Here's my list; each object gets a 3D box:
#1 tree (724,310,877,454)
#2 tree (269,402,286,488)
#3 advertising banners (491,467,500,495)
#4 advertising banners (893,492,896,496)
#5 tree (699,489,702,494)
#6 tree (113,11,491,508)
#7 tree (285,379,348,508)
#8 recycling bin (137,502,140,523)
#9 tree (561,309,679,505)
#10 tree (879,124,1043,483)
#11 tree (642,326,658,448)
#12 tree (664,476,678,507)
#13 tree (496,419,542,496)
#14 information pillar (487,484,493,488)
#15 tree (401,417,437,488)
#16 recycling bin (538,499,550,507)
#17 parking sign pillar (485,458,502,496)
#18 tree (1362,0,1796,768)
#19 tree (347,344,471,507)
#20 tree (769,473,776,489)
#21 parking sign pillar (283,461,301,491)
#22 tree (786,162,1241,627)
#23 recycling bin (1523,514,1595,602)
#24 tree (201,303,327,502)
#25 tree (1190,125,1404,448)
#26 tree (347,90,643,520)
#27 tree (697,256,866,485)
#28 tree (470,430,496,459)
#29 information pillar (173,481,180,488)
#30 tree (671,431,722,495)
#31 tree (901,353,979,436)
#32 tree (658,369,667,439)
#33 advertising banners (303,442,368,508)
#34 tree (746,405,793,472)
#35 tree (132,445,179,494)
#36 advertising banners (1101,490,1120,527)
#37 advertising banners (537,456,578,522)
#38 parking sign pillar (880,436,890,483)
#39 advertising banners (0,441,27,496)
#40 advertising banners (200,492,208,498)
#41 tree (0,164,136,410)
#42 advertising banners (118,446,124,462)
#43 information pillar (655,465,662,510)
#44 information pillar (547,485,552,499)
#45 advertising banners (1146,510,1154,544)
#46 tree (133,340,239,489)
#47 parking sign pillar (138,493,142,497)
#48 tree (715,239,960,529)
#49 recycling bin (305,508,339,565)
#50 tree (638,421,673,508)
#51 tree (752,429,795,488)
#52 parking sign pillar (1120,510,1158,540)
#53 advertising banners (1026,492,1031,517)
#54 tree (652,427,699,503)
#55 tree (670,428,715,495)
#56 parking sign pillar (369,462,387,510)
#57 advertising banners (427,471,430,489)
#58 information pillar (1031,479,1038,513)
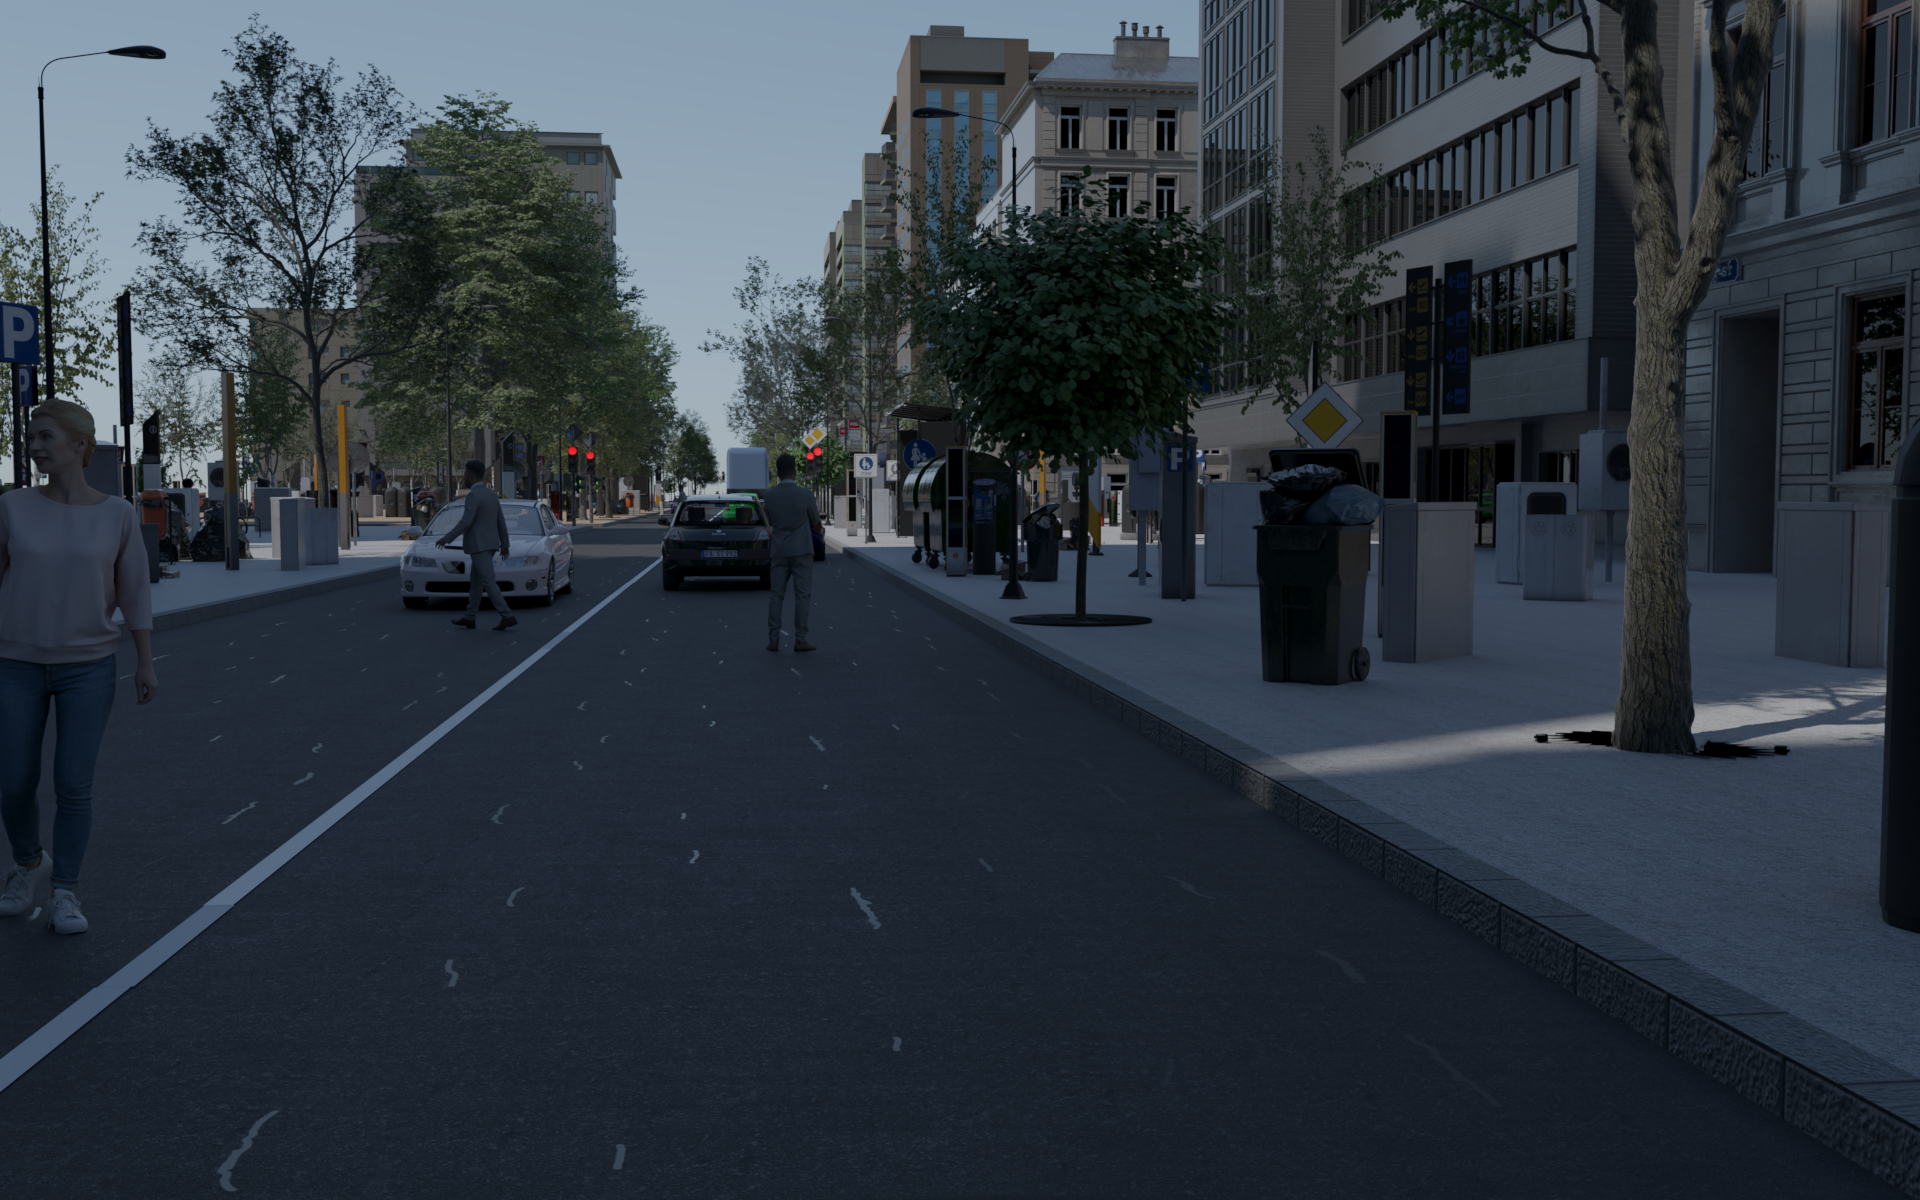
[{"bbox_3d":[-10.527,-12.555,115.638,12.009,13.543,11.850,0,3,0],"label":"tree"},{"bbox_3d":[-46.224,-10.353,119.641,4.360,8.622,3.978,0,3,0],"label":"tree"},{"bbox_3d":[-29.847,-7.045,111.370,0.090,3.025,2.074,-2,4,-28],"label":"advertising banners"},{"bbox_3d":[-3.766,-6.905,109.080,0.090,3.025,2.074,1,4,20],"label":"advertising banners"},{"bbox_3d":[-44.808,-21.337,299.225,4.737,8.622,4.395,0,3,0],"label":"tree"},{"bbox_3d":[-13.040,-6.120,34.468,7.601,10.594,8.767,-1,4,-20],"label":"tree"},{"bbox_3d":[-39.673,-9.724,109.357,4.360,8.622,3.978,0,3,0],"label":"tree"},{"bbox_3d":[-26.954,-2.665,56.134,0.722,1.027,0.722,3,4,36],"label":"recycling bin"},{"bbox_3d":[-22.336,-12.546,111.782,9.857,13.997,8.962,0,3,0],"label":"tree"},{"bbox_3d":[0.184,-5.166,34.822,4.737,8.622,4.395,0,3,0],"label":"tree"},{"bbox_3d":[-18.797,-10.154,84.147,7.486,12.596,7.792,0,3,0],"label":"tree"},{"bbox_3d":[-28.055,-10.520,166.603,1.663,3.219,1.824,0,3,0],"label":"tree"},{"bbox_3d":[-36.990,-11.937,145.531,4.360,8.622,3.978,0,3,0],"label":"tree"},{"bbox_3d":[-33.254,-7.225,122.624,0.304,2.012,0.304,1,4,22],"label":"information pillar"},{"bbox_3d":[-44.599,-11.840,143.947,4.737,8.622,4.395,0,3,0],"label":"tree"},{"bbox_3d":[-21.711,-4.810,91.204,0.722,1.027,0.722,2,4,35],"label":"recycling bin"},{"bbox_3d":[-35.622,-8.911,134.161,1.447,3.967,1.447,3,4,36],"label":"parking sign pillar"},{"bbox_3d":[3.671,-5.058,8.449,9.928,11.665,9.643,0,3,0],"label":"tree"},{"bbox_3d":[-25.908,-8.028,81.613,4.360,8.622,3.978,0,3,0],"label":"tree"},{"bbox_3d":[-6.707,-6.008,81.945,4.285,4.588,4.351,0,3,0],"label":"tree"},{"bbox_3d":[-52.704,-9.067,136.725,1.447,3.967,1.447,-1,4,-14],"label":"parking sign pillar"},{"bbox_3d":[1.152,-2.051,17.243,4.285,4.588,4.351,0,3,0],"label":"tree"},{"bbox_3d":[7.289,-0.521,21.073,0.722,1.027,0.722,2,4,28],"label":"recycling bin"},{"bbox_3d":[-25.798,-6.999,64.791,4.737,8.622,4.395,0,3,0],"label":"tree"},{"bbox_3d":[6.684,-5.108,33.876,4.737,8.622,4.395,0,3,0],"label":"tree"},{"bbox_3d":[-13.318,-8.024,49.320,7.486,12.596,7.792,0,3,0],"label":"tree"},{"bbox_3d":[-14.082,-17.284,138.481,12.611,20.169,13.585,0,3,0],"label":"tree"},{"bbox_3d":[-34.583,-10.338,119.393,4.360,8.622,3.978,0,3,0],"label":"tree"},{"bbox_3d":[-42.741,-5.507,94.525,0.304,2.012,0.304,0,4,-2],"label":"information pillar"},{"bbox_3d":[-44.297,-22.821,290.122,9.611,12.733,9.660,0,3,0],"label":"tree"},{"bbox_3d":[-1.042,-8.741,93.271,4.360,8.622,3.978,0,3,0],"label":"tree"},{"bbox_3d":[-20.583,-11.174,100.818,7.486,12.596,7.792,0,3,0],"label":"tree"},{"bbox_3d":[-20.928,-3.787,58.112,2.074,3.025,0.090,-2,4,-25],"label":"advertising banners"},{"bbox_3d":[-23.483,-18.389,218.793,7.486,12.596,7.792,0,3,0],"label":"tree"},{"bbox_3d":[-27.618,-3.919,58.685,1.663,3.219,1.824,0,3,0],"label":"tree"},{"bbox_3d":[5.548,-4.420,68.452,0.090,3.025,2.074,-3,5,-40],"label":"advertising banners"},{"bbox_3d":[-18.511,-5.084,79.316,2.074,3.025,0.090,-3,4,-37],"label":"advertising banners"},{"bbox_3d":[-3.417,-5.557,79.332,1.447,3.967,1.447,0,4,-1],"label":"parking sign pillar"},{"bbox_3d":[-32.768,-3.891,59.801,0.090,3.025,2.074,0,4,-6],"label":"advertising banners"},{"bbox_3d":[-56.842,-8.275,131.488,2.074,3.025,0.090,1,4,14],"label":"advertising banners"},{"bbox_3d":[-20.946,-5.433,39.200,4.737,8.622,4.395,0,3,0],"label":"tree"},{"bbox_3d":[-31.200,-4.087,63.016,2.074,3.025,0.090,1,4,18],"label":"advertising banners"},{"bbox_3d":[-23.945,-8.946,137.615,0.504,3.616,0.183,-1,4,-14],"label":"information pillar"},{"bbox_3d":[-31.547,-7.866,133.093,0.304,2.012,0.304,-2,4,-35],"label":"information pillar"},{"bbox_3d":[4.909,-3.015,45.476,0.090,3.025,2.074,0,4,-1],"label":"advertising banners"},{"bbox_3d":[-37.417,-8.164,83.848,4.360,8.622,3.978,0,3,0],"label":"tree"},{"bbox_3d":[-62.806,-8.812,132.540,1.447,3.967,1.447,1,4,17],"label":"parking sign pillar"},{"bbox_3d":[-3.125,-7.893,63.467,7.601,10.594,8.767,2,4,31],"label":"tree"},{"bbox_3d":[-11.823,-1.159,31.512,0.722,1.027,0.722,1,4,19],"label":"recycling bin"},{"bbox_3d":[-28.555,-12.902,161.307,4.360,8.622,3.978,0,3,0],"label":"tree"},{"bbox_3d":[-17.220,-13.036,163.504,4.737,8.622,4.395,0,3,0],"label":"tree"},{"bbox_3d":[5.200,-3.669,48.458,1.447,3.967,1.447,1,4,11],"label":"parking sign pillar"},{"bbox_3d":[2.731,-5.559,87.070,2.074,3.025,0.090,0,4,-5],"label":"advertising banners"},{"bbox_3d":[-32.059,-14.700,190.710,4.737,8.622,4.395,0,3,0],"label":"tree"},{"bbox_3d":[-38.098,-19.001,245.083,7.601,10.594,8.767,0,4,-8],"label":"tree"},{"bbox_3d":[-48.084,-9.455,143.067,1.447,3.967,1.447,-3,5,-43],"label":"parking sign pillar"},{"bbox_3d":[-40.802,-8.397,133.484,0.090,3.025,2.074,0,4,-4],"label":"advertising banners"},{"bbox_3d":[3.710,-5.016,86.502,0.304,2.012,0.304,-1,4,-16],"label":"information pillar"}]
